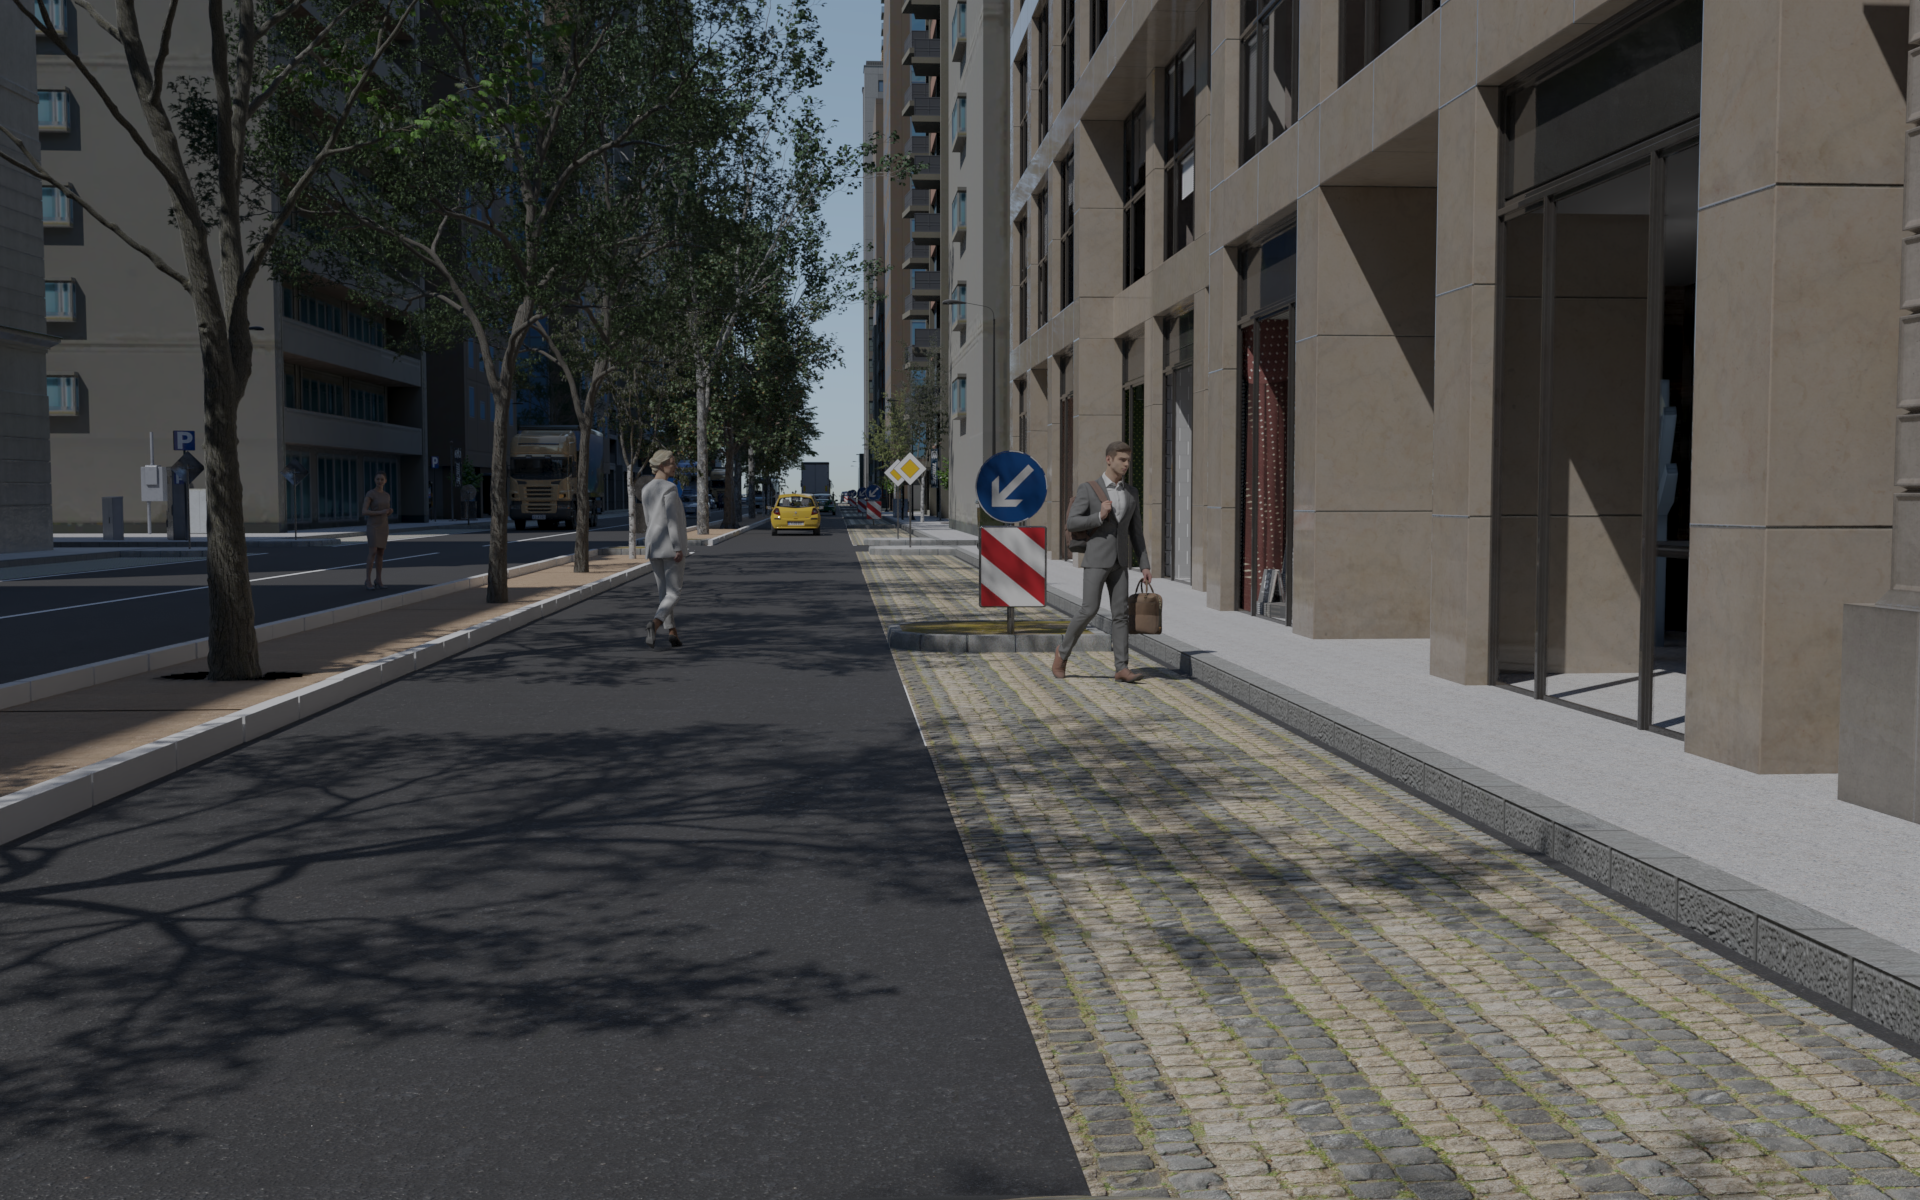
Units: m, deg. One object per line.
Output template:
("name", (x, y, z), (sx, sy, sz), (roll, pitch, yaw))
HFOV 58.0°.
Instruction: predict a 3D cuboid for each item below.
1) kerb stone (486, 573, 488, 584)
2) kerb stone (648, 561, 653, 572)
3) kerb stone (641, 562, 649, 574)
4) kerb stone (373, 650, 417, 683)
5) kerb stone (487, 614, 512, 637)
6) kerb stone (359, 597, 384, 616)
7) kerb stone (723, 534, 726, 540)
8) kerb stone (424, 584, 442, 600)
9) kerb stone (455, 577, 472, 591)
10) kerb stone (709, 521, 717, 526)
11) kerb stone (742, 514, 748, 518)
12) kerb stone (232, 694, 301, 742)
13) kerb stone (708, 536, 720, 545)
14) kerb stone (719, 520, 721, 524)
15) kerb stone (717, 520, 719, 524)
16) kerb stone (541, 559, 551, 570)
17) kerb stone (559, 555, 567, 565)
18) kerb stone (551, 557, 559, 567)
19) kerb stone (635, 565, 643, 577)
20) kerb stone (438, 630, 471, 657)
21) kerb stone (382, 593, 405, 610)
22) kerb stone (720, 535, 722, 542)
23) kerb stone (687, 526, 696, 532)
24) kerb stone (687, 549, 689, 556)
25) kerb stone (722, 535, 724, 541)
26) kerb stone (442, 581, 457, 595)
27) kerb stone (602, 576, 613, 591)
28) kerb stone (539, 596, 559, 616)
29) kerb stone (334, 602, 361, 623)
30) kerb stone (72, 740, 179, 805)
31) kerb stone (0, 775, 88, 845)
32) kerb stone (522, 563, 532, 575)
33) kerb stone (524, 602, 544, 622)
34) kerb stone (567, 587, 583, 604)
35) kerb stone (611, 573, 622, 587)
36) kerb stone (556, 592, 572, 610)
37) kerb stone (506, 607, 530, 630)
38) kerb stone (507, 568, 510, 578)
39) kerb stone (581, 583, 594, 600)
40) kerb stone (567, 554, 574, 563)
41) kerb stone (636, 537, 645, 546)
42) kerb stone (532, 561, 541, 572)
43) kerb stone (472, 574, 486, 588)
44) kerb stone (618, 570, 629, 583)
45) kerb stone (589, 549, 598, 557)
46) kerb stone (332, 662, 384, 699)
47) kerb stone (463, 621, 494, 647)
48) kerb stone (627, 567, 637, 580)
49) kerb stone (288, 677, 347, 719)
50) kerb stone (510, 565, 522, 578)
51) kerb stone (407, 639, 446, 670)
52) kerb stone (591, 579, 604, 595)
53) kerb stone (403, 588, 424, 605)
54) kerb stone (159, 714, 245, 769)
("kerb stone", (-7.577, -0.337, 27.702), (0.120, 0.150, 1.000), (0, 4, -4))
("kerb stone", (-5.783, -0.595, 31.961), (0.120, 0.150, 1.000), (0, 4, -4))
("kerb stone", (-5.709, -0.535, 30.940), (0.120, 0.150, 1.000), (0, 4, -4))
("kerb stone", (-4.454, 0.529, 13.553), (0.120, 0.150, 1.000), (0, 4, -4))
("kerb stone", (-4.744, 0.278, 17.653), (0.120, 0.150, 1.000), (0, 4, -4))
("kerb stone", (-7.063, 0.100, 20.560), (0.120, 0.150, 1.000), (0, 4, -4))
("kerb stone", (-7.313, -1.881, 52.951), (0.120, 0.150, 1.000), (0, 4, -4))
("kerb stone", (-7.278, -0.087, 23.619), (0.120, 0.150, 1.000), (0, 4, -4))
("kerb stone", (-7.435, -0.210, 25.658), (0.120, 0.150, 1.000), (0, 4, -4))
("kerb stone", (-11.331, -3.495, 79.386), (0.120, 0.150, 1.000), (0, 4, -4))
("kerb stone", (-13.482, -5.311, 109.038), (0.120, 0.150, 1.000), (0, 4, -4))
("kerb stone", (-4.223, 0.716, 10.493), (0.120, 0.150, 1.000), (0, 4, -4))
("kerb stone", (-7.086, -1.693, 49.889), (0.120, 0.150, 1.000), (0, 4, -4))
("kerb stone", (-11.473, -3.623, 81.433), (0.120, 0.150, 1.000), (0, 4, -4))
("kerb stone", (-11.413, -3.560, 80.404), (0.120, 0.150, 1.000), (0, 4, -4))
("kerb stone", (-7.951, -0.648, 32.826), (0.120, 0.150, 1.000), (0, 4, -4))
("kerb stone", (-8.100, -0.776, 34.876), (0.120, 0.150, 1.000), (0, 4, -4))
("kerb stone", (-8.029, -0.713, 33.848), (0.120, 0.150, 1.000), (0, 4, -4))
("kerb stone", (-5.635, -0.470, 29.920), (0.120, 0.150, 1.000), (0, 4, -4))
("kerb stone", (-4.594, 0.405, 15.597), (0.120, 0.150, 1.000), (0, 4, -4))
("kerb stone", (-7.134, 0.038, 21.579), (0.120, 0.150, 1.000), (0, 4, -4))
("kerb stone", (-7.165, -1.756, 50.908), (0.120, 0.150, 1.000), (0, 4, -4))
("kerb stone", (-10.442, -2.747, 67.118), (0.120, 0.150, 1.000), (0, 4, -4))
("kerb stone", (-6.380, -1.094, 40.144), (0.120, 0.150, 1.000), (0, 4, -4))
("kerb stone", (-7.233, -1.815, 51.930), (0.120, 0.150, 1.000), (0, 4, -4))
("kerb stone", (-7.362, -0.145, 24.639), (0.120, 0.150, 1.000), (0, 4, -4))
("kerb stone", (-5.341, -0.221, 25.829), (0.120, 0.150, 1.000), (0, 4, -4))
("kerb stone", (-4.969, 0.091, 20.711), (0.120, 0.150, 1.000), (0, 4, -4))
("kerb stone", (-6.985, 0.162, 19.540), (0.120, 0.150, 1.000), (0, 4, -4))
("kerb stone", (-4.079, 0.841, 8.453), (0.120, 0.150, 1.000), (0, 4, -4))
("kerb stone", (-4.003, 0.903, 7.434), (0.120, 0.150, 1.000), (0, 4, -4))
("kerb stone", (-7.797, -0.525, 30.774), (0.120, 0.150, 1.000), (0, 4, -4))
("kerb stone", (-4.904, 0.153, 19.691), (0.120, 0.150, 1.000), (0, 4, -4))
("kerb stone", (-5.119, -0.031, 22.765), (0.120, 0.150, 1.000), (0, 4, -4))
("kerb stone", (-5.407, -0.285, 26.849), (0.120, 0.150, 1.000), (0, 4, -4))
("kerb stone", (-5.042, 0.031, 21.736), (0.120, 0.150, 1.000), (0, 4, -4))
("kerb stone", (-4.816, 0.215, 18.672), (0.120, 0.150, 1.000), (0, 4, -4))
("kerb stone", (-7.658, -0.400, 28.731), (0.120, 0.150, 1.000), (0, 4, -4))
("kerb stone", (-5.191, -0.091, 23.785), (0.120, 0.150, 1.000), (0, 4, -4))
("kerb stone", (-8.188, -0.838, 35.898), (0.120, 0.150, 1.000), (0, 4, -4))
("kerb stone", (-9.181, -1.685, 49.738), (0.120, 0.150, 1.000), (0, 4, -4))
("kerb stone", (-7.879, -0.588, 31.806), (0.120, 0.150, 1.000), (0, 4, -4))
("kerb stone", (-7.503, -0.274, 26.682), (0.120, 0.150, 1.000), (0, 4, -4))
("kerb stone", (-5.491, -0.347, 27.872), (0.120, 0.150, 1.000), (0, 4, -4))
("kerb stone", (-8.475, -1.088, 39.992), (0.120, 0.150, 1.000), (0, 4, -4))
("kerb stone", (-4.380, 0.591, 12.531), (0.120, 0.150, 1.000), (0, 4, -4))
("kerb stone", (-4.662, 0.341, 16.624), (0.120, 0.150, 1.000), (0, 4, -4))
("kerb stone", (-5.556, -0.408, 28.901), (0.120, 0.150, 1.000), (0, 4, -4))
("kerb stone", (-4.296, 0.657, 11.513), (0.120, 0.150, 1.000), (0, 4, -4))
("kerb stone", (-7.721, -0.462, 29.751), (0.120, 0.150, 1.000), (0, 4, -4))
("kerb stone", (-4.519, 0.466, 14.578), (0.120, 0.150, 1.000), (0, 4, -4))
("kerb stone", (-5.266, -0.160, 24.810), (0.120, 0.150, 1.000), (0, 4, -4))
("kerb stone", (-7.205, -0.024, 22.599), (0.120, 0.150, 1.000), (0, 4, -4))
("kerb stone", (-4.155, 0.778, 9.472), (0.120, 0.150, 1.000), (0, 4, -4))
